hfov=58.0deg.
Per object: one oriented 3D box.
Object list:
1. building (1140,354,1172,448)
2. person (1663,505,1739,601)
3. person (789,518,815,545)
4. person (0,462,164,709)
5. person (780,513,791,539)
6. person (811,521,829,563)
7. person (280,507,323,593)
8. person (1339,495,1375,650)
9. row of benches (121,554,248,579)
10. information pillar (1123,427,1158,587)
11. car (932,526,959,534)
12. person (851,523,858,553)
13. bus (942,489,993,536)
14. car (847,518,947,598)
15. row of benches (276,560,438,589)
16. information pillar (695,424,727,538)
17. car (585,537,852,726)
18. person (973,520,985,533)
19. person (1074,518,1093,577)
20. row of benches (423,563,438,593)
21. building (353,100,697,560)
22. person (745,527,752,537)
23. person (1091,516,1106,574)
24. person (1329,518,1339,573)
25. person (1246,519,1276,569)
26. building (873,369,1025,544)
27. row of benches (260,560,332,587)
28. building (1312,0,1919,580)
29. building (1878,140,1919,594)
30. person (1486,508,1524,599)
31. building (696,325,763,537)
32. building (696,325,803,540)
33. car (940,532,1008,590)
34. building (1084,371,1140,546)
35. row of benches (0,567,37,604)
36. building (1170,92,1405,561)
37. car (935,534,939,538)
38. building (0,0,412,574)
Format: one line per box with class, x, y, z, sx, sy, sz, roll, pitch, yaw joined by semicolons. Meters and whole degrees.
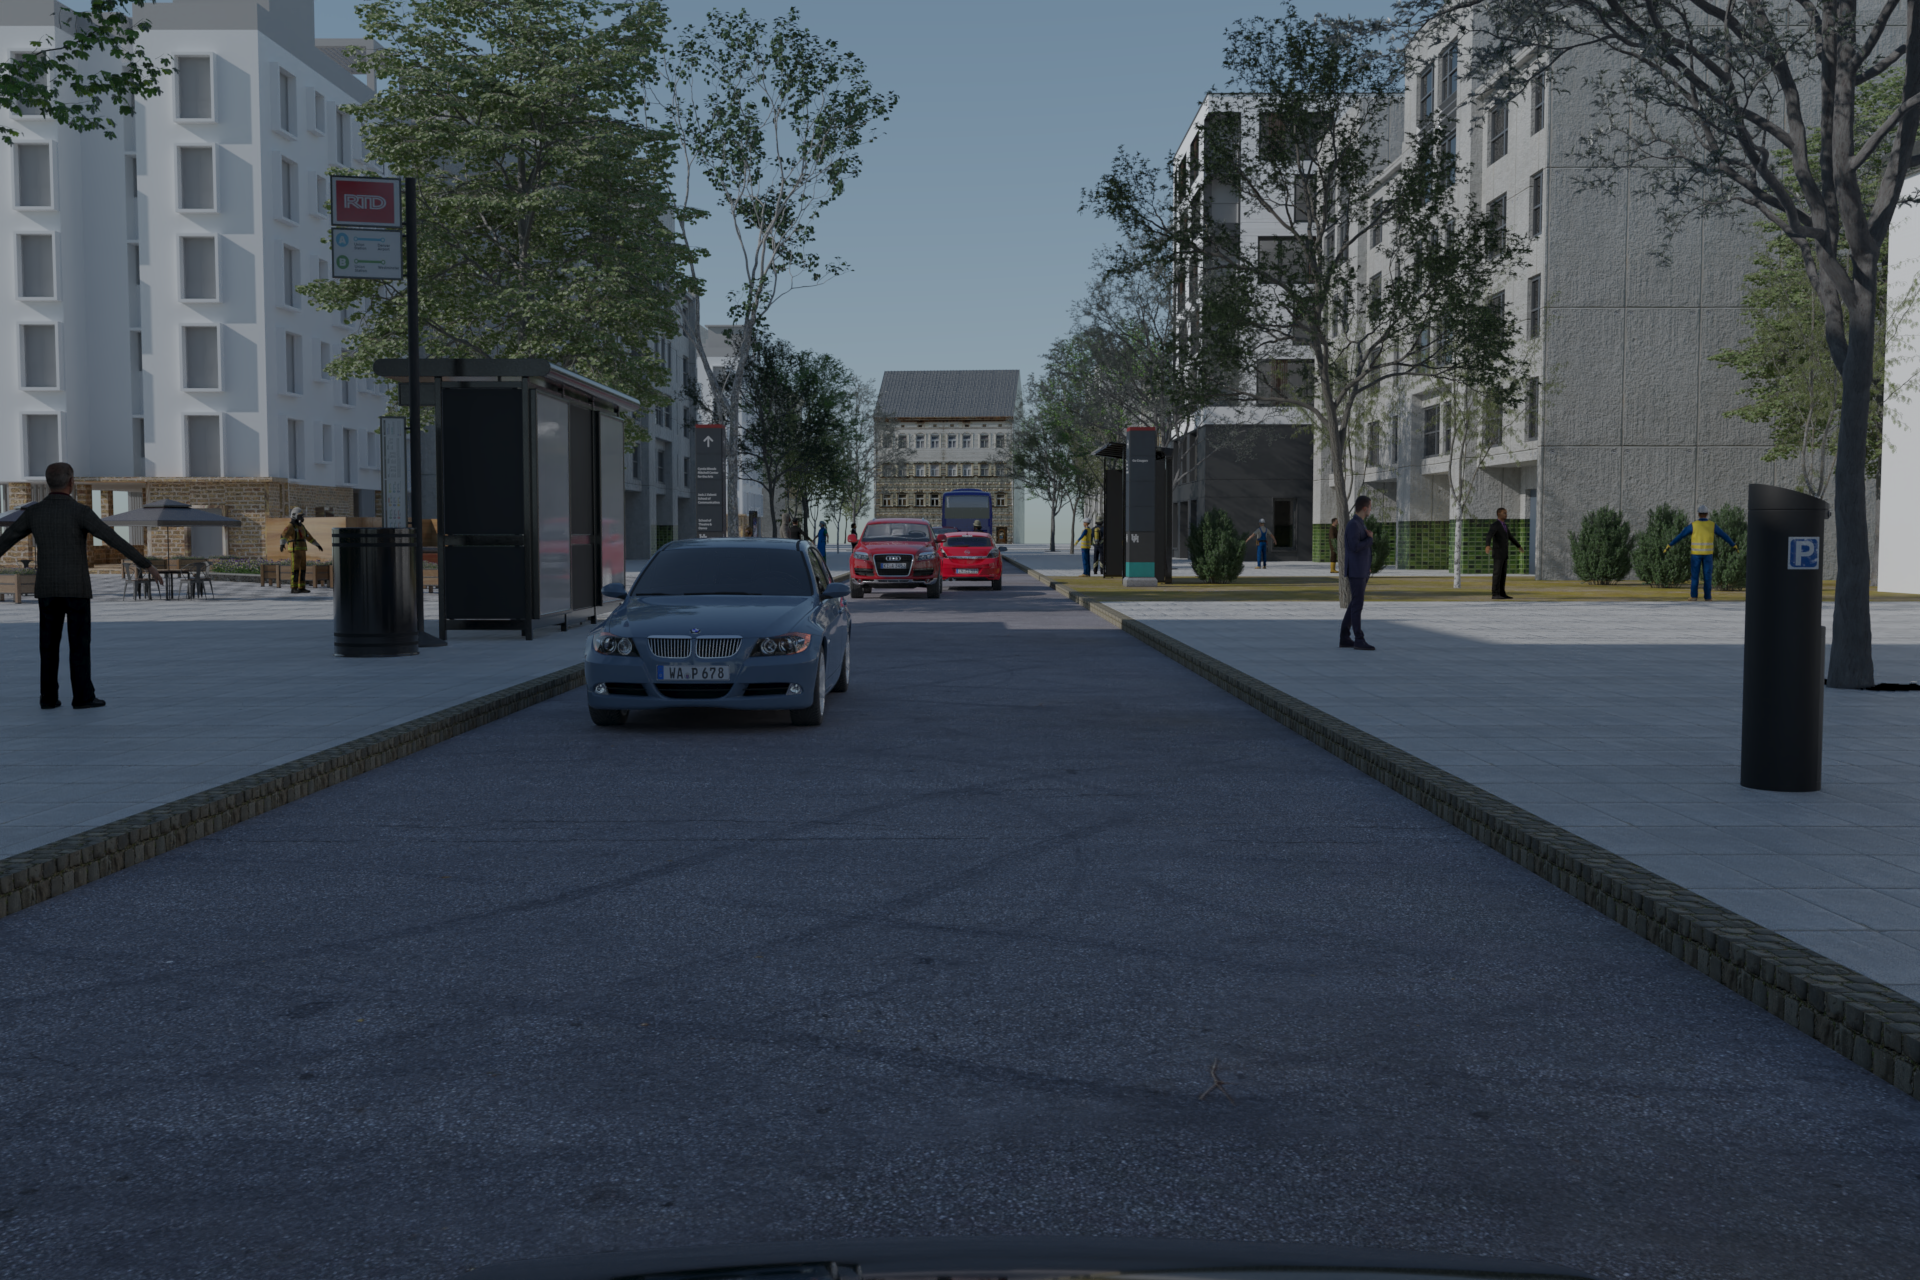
building;26.476;-19.950;157.114;19.493;23.208;18.063;0;4;0
person;14.202;-1.663;33.161;1.349;1.833;0.705;1;4;16
person;-5.584;-3.237;58.866;1.347;1.837;0.705;1;4;20
person;-6.588;-0.402;12.759;1.348;1.807;0.705;0;4;-2
person;-4.374;-2.305;43.811;0.705;1.813;1.348;-1;4;-9
person;-5.524;-3.849;69.066;0.704;1.817;1.347;-2;4;-33
person;-14.336;-1.945;37.566;0.705;1.858;1.354;1;4;17
person;4.444;-0.755;19.311;0.530;1.710;0.541;2;4;33
row of benches;-22.950;-2.208;51.557;1.422;0.672;4.104;2;4;27
information pillar;4.390;-3.226;42.119;0.750;3.857;0.750;0;4;-2
car;-0.842;-4.608;84.009;2.281;1.827;5.304;0;4;0
person;-4.331;-3.997;72.078;0.721;1.740;1.216;0;4;-8
bus;0.392;-6.193;92.794;2.896;3.916;12.251;0;4;0
car;-1.436;-1.935;40.317;2.281;1.827;5.304;0;4;0
row of benches;-14.174;-1.560;40.964;4.104;0.672;1.422;1;4;13
information pillar;-5.909;-3.166;41.141;0.750;3.857;0.750;0;3;0
car;-1.882;-0.152;14.480;2.014;1.417;4.499;0;4;0
person;0.519;-2.713;52.600;1.354;1.856;0.705;-2;4;-30
person;3.715;-2.784;51.983;0.721;1.772;1.216;2;4;27
row of benches;-11.072;-1.325;37.133;4.104;0.672;1.422;1;4;23
building;-23.924;-13.465;86.608;16.747;18.905;31.486;0;3;0
person;-4.333;-1.624;35.820;0.991;1.433;0.599;1;4;15
person;4.443;-3.015;55.069;1.354;1.856;0.705;2;4;27
person;12.314;-3.102;56.855;0.704;1.812;1.346;1;4;19
person;11.127;-3.552;63.928;1.347;1.847;0.705;-1;4;-21
building;-1.079;-24.301;230.705;18.063;23.208;19.493;0;4;6
row of benches;-15.001;-1.659;42.582;4.104;0.672;1.422;0;4;-3
building;24.497;-12.034;63.213;16.747;18.905;31.486;0;4;0
building;24.856;-5.044;24.613;9.099;9.664;28.070;0;4;0
person;10.682;-1.708;34.143;1.346;1.802;0.704;-3;5;-43
building;-24.426;-18.427;157.707;16.016;20.090;11.380;0;3;0
building;-27.289;-21.871;188.516;19.493;23.208;18.063;0;4;0
car;0.185;-2.229;45.486;2.155;1.783;4.494;0;4;0
building;22.672;-19.466;184.725;16.747;18.905;31.486;0;4;0
row of benches;-18.736;-1.068;32.921;4.104;0.672;1.422;2;4;30
building;25.522;-15.461;96.755;27.936;21.610;32.646;0;4;0
car;-1.230;-3.537;68.054;2.015;1.641;3.980;0;4;0
building;-26.928;-12.261;56.883;16.016;20.090;11.380;0;3;0
